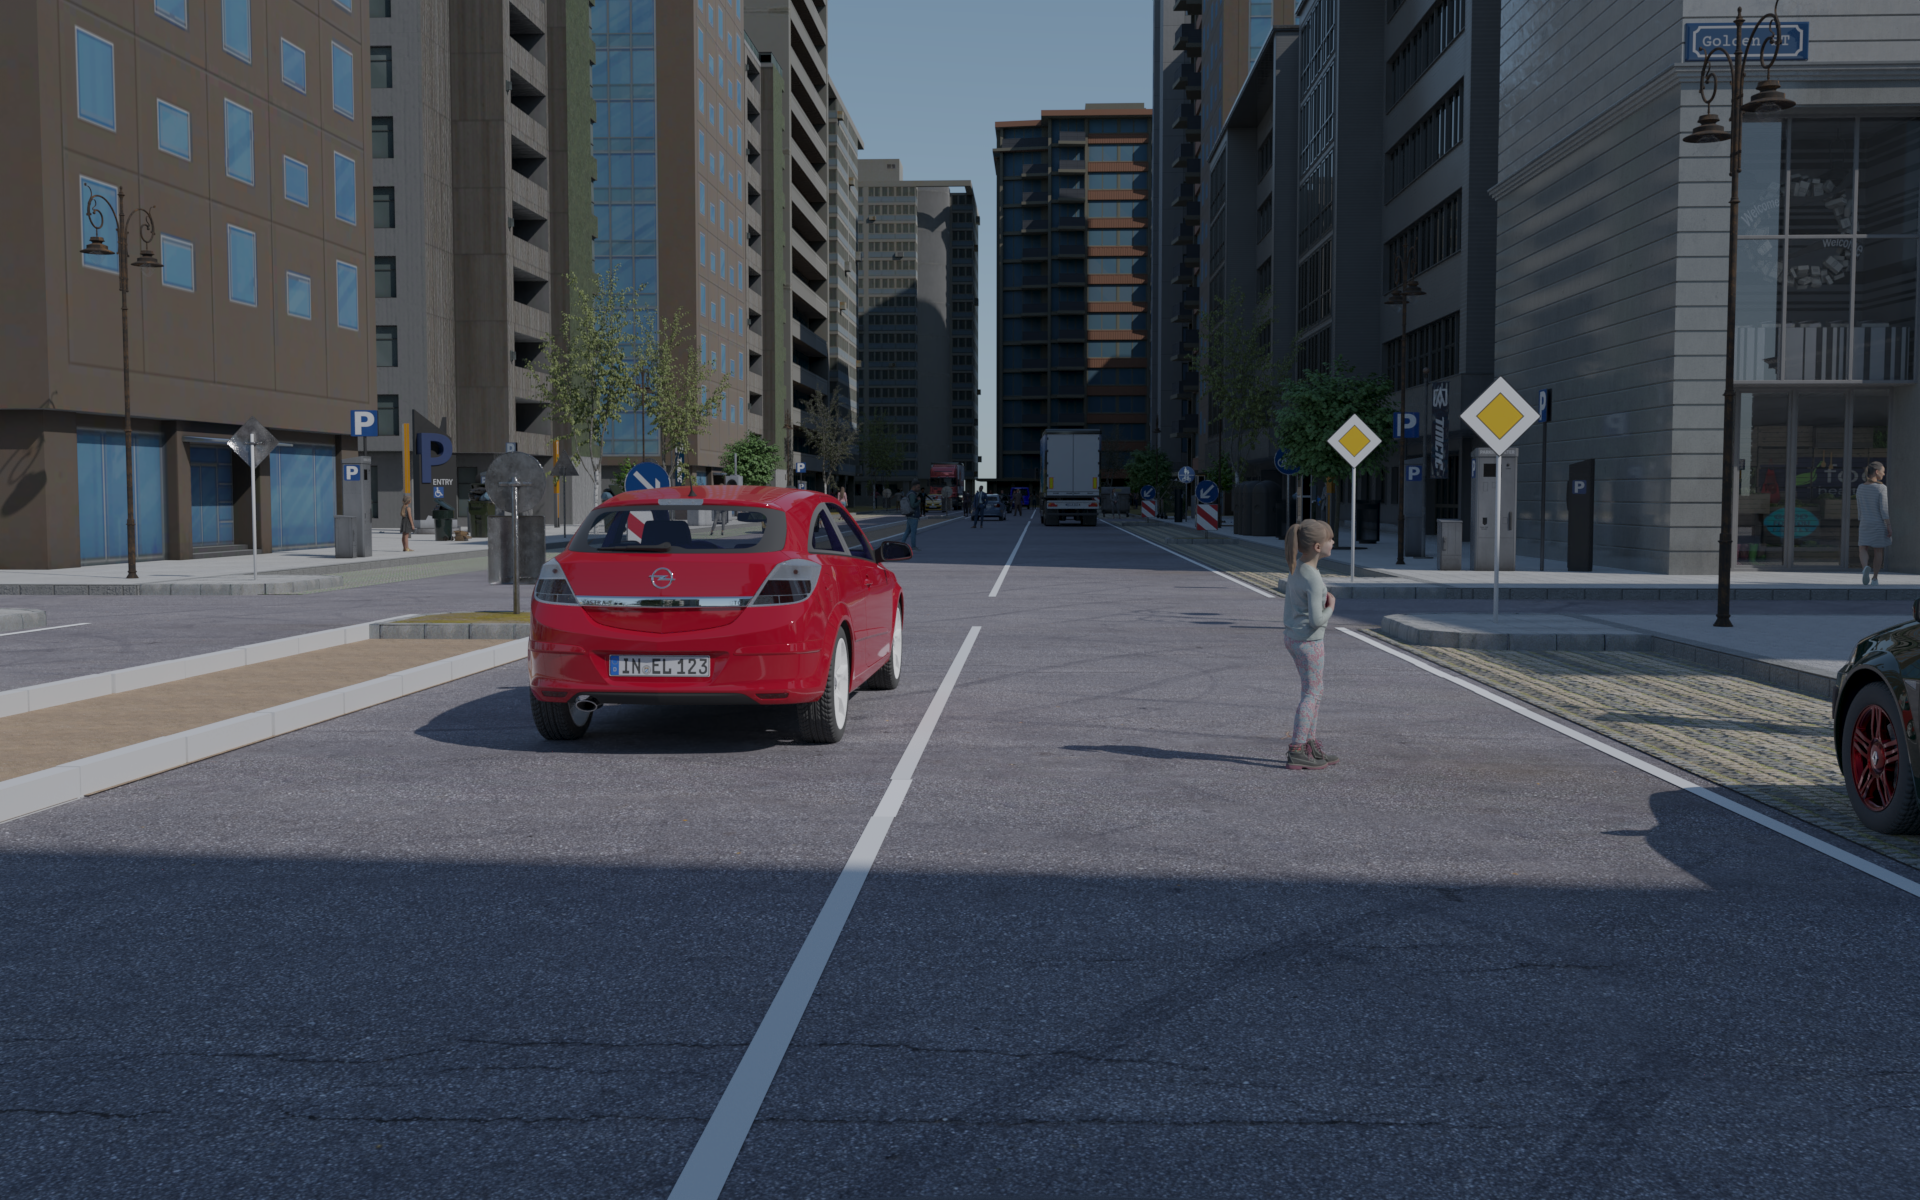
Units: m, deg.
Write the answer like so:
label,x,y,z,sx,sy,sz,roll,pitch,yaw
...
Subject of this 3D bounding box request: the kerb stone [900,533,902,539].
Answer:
label,x,y,z,sx,sy,sz,roll,pitch,yaw
kerb stone,-1.984,-1.960,54.234,0.120,0.150,1.000,0,4,3

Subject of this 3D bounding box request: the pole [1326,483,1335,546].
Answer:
label,x,y,z,sx,sy,sz,roll,pitch,yaw
pole,9.235,-3.013,43.112,0.158,3.312,0.155,0,3,0

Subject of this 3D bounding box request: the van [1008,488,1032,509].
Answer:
label,x,y,z,sx,sy,sz,roll,pitch,yaw
van,5.655,-9.722,163.334,2.240,2.365,5.245,0,4,2

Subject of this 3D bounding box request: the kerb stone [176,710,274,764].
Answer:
label,x,y,z,sx,sy,sz,roll,pitch,yaw
kerb stone,-4.131,0.769,9.687,0.120,0.150,1.000,0,4,3

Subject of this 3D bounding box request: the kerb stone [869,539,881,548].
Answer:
label,x,y,z,sx,sy,sz,roll,pitch,yaw
kerb stone,-2.326,-1.522,47.077,0.120,0.150,1.000,0,4,3

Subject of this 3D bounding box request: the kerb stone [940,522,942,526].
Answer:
label,x,y,z,sx,sy,sz,roll,pitch,yaw
kerb stone,-0.992,-3.210,74.684,0.120,0.150,1.000,0,4,3

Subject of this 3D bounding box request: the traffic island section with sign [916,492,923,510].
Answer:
label,x,y,z,sx,sy,sz,roll,pitch,yaw
traffic island section with sign,-4.018,-8.953,155.008,1.989,1.847,2.006,0,4,3

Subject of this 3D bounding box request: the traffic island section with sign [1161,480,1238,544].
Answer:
label,x,y,z,sx,sy,sz,roll,pitch,yaw
traffic island section with sign,6.949,-2.531,50.002,1.989,1.847,2.006,0,4,3

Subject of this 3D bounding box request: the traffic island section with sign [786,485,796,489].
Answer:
label,x,y,z,sx,sy,sz,roll,pitch,yaw
traffic island section with sign,-7.709,-4.291,78.783,1.989,1.847,2.006,0,4,3

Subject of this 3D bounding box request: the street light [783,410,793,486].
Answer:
label,x,y,z,sx,sy,sz,roll,pitch,yaw
street light,-9.300,-7.397,93.725,0.468,5.910,1.993,0,4,3

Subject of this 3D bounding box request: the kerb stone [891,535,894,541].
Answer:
label,x,y,z,sx,sy,sz,roll,pitch,yaw
kerb stone,-2.131,-1.767,51.166,0.120,0.150,1.000,0,4,3

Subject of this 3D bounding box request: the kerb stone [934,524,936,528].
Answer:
label,x,y,z,sx,sy,sz,roll,pitch,yaw
kerb stone,-1.191,-2.960,70.596,0.120,0.150,1.000,0,4,3

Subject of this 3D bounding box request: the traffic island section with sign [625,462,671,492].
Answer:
label,x,y,z,sx,sy,sz,roll,pitch,yaw
traffic island section with sign,-4.410,-1.050,25.300,2.006,1.907,1.989,0,4,3

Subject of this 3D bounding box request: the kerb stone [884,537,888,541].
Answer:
label,x,y,z,sx,sy,sz,roll,pitch,yaw
kerb stone,-2.223,-1.647,49.124,0.120,0.150,1.000,0,4,3

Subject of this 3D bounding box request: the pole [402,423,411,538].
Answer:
label,x,y,z,sx,sy,sz,roll,pitch,yaw
pole,-16.011,-3.441,50.104,0.158,3.312,0.155,0,3,0

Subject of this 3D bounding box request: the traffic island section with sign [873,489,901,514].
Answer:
label,x,y,z,sx,sy,sz,roll,pitch,yaw
traffic island section with sign,-5.345,-7.275,127.566,1.989,1.847,2.006,0,4,3

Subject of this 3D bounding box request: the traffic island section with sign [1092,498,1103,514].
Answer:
label,x,y,z,sx,sy,sz,roll,pitch,yaw
traffic island section with sign,10.652,-7.227,126.789,1.989,1.847,2.006,0,4,3

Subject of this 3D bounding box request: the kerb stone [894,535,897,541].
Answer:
label,x,y,z,sx,sy,sz,roll,pitch,yaw
kerb stone,-2.077,-1.835,52.189,0.120,0.150,1.000,0,4,3

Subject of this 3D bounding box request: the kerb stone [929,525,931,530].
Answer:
label,x,y,z,sx,sy,sz,roll,pitch,yaw
kerb stone,-1.338,-2.773,67.528,0.120,0.150,1.000,0,4,3

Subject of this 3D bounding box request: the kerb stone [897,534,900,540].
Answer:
label,x,y,z,sx,sy,sz,roll,pitch,yaw
kerb stone,-2.030,-1.895,53.212,0.120,0.150,1.000,0,4,3

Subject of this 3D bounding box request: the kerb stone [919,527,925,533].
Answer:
label,x,y,z,sx,sy,sz,roll,pitch,yaw
kerb stone,-1.487,-2.585,64.458,0.120,0.150,1.000,0,4,3

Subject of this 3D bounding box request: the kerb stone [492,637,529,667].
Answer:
label,x,y,z,sx,sy,sz,roll,pitch,yaw
kerb stone,-3.879,0.456,14.809,0.120,0.150,1.000,0,4,3

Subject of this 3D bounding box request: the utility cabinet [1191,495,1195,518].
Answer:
label,x,y,z,sx,sy,sz,roll,pitch,yaw
utility cabinet,12.527,-4.917,91.562,0.306,1.237,1.020,2,4,30

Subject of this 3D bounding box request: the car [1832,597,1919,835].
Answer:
label,x,y,z,sx,sy,sz,roll,pitch,yaw
car,4.599,0.231,6.009,2.009,1.686,4.222,0,4,4

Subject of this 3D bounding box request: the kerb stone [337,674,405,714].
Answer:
label,x,y,z,sx,sy,sz,roll,pitch,yaw
kerb stone,-4.025,0.643,11.731,0.120,0.150,1.000,0,4,3

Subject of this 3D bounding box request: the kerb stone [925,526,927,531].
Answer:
label,x,y,z,sx,sy,sz,roll,pitch,yaw
kerb stone,-1.443,-2.640,65.480,0.120,0.150,1.000,0,4,3

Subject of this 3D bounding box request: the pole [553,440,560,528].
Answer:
label,x,y,z,sx,sy,sz,roll,pitch,yaw
pole,-15.330,-4.401,65.792,0.158,3.312,0.155,0,3,0

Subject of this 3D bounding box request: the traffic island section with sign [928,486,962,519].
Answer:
label,x,y,z,sx,sy,sz,roll,pitch,yaw
traffic island section with sign,-0.803,-5.640,100.352,2.006,1.907,1.989,0,4,3

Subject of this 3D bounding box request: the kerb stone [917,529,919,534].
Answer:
label,x,y,z,sx,sy,sz,roll,pitch,yaw
kerb stone,-1.633,-2.393,61.390,0.120,0.150,1.000,0,4,3

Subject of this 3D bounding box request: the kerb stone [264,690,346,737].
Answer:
label,x,y,z,sx,sy,sz,roll,pitch,yaw
kerb stone,-4.073,0.705,10.711,0.120,0.150,1.000,0,4,3

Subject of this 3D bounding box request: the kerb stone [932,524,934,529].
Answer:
label,x,y,z,sx,sy,sz,roll,pitch,yaw
kerb stone,-1.238,-2.898,69.574,0.120,0.150,1.000,0,4,3

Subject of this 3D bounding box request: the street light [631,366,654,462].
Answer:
label,x,y,z,sx,sy,sz,roll,pitch,yaw
street light,-10.964,-5.335,60.014,0.468,5.910,1.993,0,4,3

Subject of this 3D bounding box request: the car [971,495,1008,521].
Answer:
label,x,y,z,sx,sy,sz,roll,pitch,yaw
car,1.562,-5.014,93.987,2.014,1.417,4.499,0,4,5

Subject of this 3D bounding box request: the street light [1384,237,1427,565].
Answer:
label,x,y,z,sx,sy,sz,roll,pitch,yaw
street light,8.033,-3.585,31.406,0.468,5.910,1.993,0,4,3

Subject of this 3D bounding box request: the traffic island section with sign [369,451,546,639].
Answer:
label,x,y,z,sx,sy,sz,roll,pitch,yaw
traffic island section with sign,-4.776,-0.597,17.902,2.006,1.907,1.989,0,4,3

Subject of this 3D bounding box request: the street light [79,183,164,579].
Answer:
label,x,y,z,sx,sy,sz,roll,pitch,yaw
street light,-12.580,-3.263,26.146,0.468,5.910,1.993,0,4,3

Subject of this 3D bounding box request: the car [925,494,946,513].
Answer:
label,x,y,z,sx,sy,sz,roll,pitch,yaw
car,-1.949,-7.604,134.548,2.015,1.641,3.980,0,4,4

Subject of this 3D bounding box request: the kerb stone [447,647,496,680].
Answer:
label,x,y,z,sx,sy,sz,roll,pitch,yaw
kerb stone,-3.929,0.515,13.781,0.120,0.150,1.000,0,4,3

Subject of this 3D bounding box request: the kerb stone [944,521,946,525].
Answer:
label,x,y,z,sx,sy,sz,roll,pitch,yaw
kerb stone,-0.846,-3.393,77.748,0.120,0.150,1.000,0,4,3

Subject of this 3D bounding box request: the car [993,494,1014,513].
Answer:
label,x,y,z,sx,sy,sz,roll,pitch,yaw
car,2.975,-7.310,129.309,2.009,1.686,4.222,0,4,5

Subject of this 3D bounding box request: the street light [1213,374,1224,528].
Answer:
label,x,y,z,sx,sy,sz,roll,pitch,yaw
street light,9.774,-5.647,65.113,0.468,5.910,1.993,0,4,3

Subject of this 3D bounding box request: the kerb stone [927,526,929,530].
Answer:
label,x,y,z,sx,sy,sz,roll,pitch,yaw
kerb stone,-1.384,-2.706,66.502,0.120,0.150,1.000,0,4,3

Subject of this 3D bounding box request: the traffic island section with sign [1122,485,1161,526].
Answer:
label,x,y,z,sx,sy,sz,roll,pitch,yaw
traffic island section with sign,8.272,-4.216,77.553,1.989,1.847,2.006,0,4,3

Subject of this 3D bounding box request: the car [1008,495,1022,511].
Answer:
label,x,y,z,sx,sy,sz,roll,pitch,yaw
car,4.357,-8.219,146.960,1.945,1.354,3.894,0,4,1

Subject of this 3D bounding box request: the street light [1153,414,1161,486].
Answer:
label,x,y,z,sx,sy,sz,roll,pitch,yaw
street light,11.309,-7.748,99.469,0.468,5.910,1.993,0,4,3

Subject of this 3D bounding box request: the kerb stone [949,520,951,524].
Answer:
label,x,y,z,sx,sy,sz,roll,pitch,yaw
kerb stone,-0.647,-3.648,81.840,0.120,0.150,1.000,0,4,3

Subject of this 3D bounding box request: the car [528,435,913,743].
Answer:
label,x,y,z,sx,sy,sz,roll,pitch,yaw
car,-1.438,-0.151,11.503,2.155,1.783,4.494,0,4,5

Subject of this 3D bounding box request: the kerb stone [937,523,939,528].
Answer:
label,x,y,z,sx,sy,sz,roll,pitch,yaw
kerb stone,-1.095,-3.080,72.642,0.120,0.150,1.000,0,4,3

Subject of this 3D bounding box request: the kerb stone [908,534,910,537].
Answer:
label,x,y,z,sx,sy,sz,roll,pitch,yaw
kerb stone,-1.842,-2.147,57.300,0.120,0.150,1.000,0,4,3

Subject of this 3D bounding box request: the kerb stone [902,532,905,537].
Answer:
label,x,y,z,sx,sy,sz,roll,pitch,yaw
kerb stone,-1.938,-2.022,55.256,0.120,0.150,1.000,0,4,3

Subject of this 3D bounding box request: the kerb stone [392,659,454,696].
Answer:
label,x,y,z,sx,sy,sz,roll,pitch,yaw
kerb stone,-3.978,0.577,12.759,0.120,0.150,1.000,0,4,3

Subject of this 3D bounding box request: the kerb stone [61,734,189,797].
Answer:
label,x,y,z,sx,sy,sz,roll,pitch,yaw
kerb stone,-4.180,0.827,8.666,0.120,0.150,1.000,0,4,3

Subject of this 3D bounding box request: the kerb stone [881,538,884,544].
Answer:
label,x,y,z,sx,sy,sz,roll,pitch,yaw
kerb stone,-2.273,-1.584,48.098,0.120,0.150,1.000,0,4,3

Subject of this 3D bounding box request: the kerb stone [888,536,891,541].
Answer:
label,x,y,z,sx,sy,sz,roll,pitch,yaw
kerb stone,-2.179,-1.709,50.145,0.120,0.150,1.000,0,4,3

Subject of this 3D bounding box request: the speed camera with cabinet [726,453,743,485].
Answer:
label,x,y,z,sx,sy,sz,roll,pitch,yaw
speed camera with cabinet,-11.618,-5.495,84.175,2.038,3.252,0.660,1,4,14

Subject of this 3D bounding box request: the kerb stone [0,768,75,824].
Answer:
label,x,y,z,sx,sy,sz,roll,pitch,yaw
kerb stone,-4.221,0.891,7.645,0.120,0.150,1.000,0,4,3

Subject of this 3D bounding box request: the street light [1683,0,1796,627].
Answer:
label,x,y,z,sx,sy,sz,roll,pitch,yaw
street light,7.392,-2.680,16.600,0.468,5.910,1.993,0,4,3
